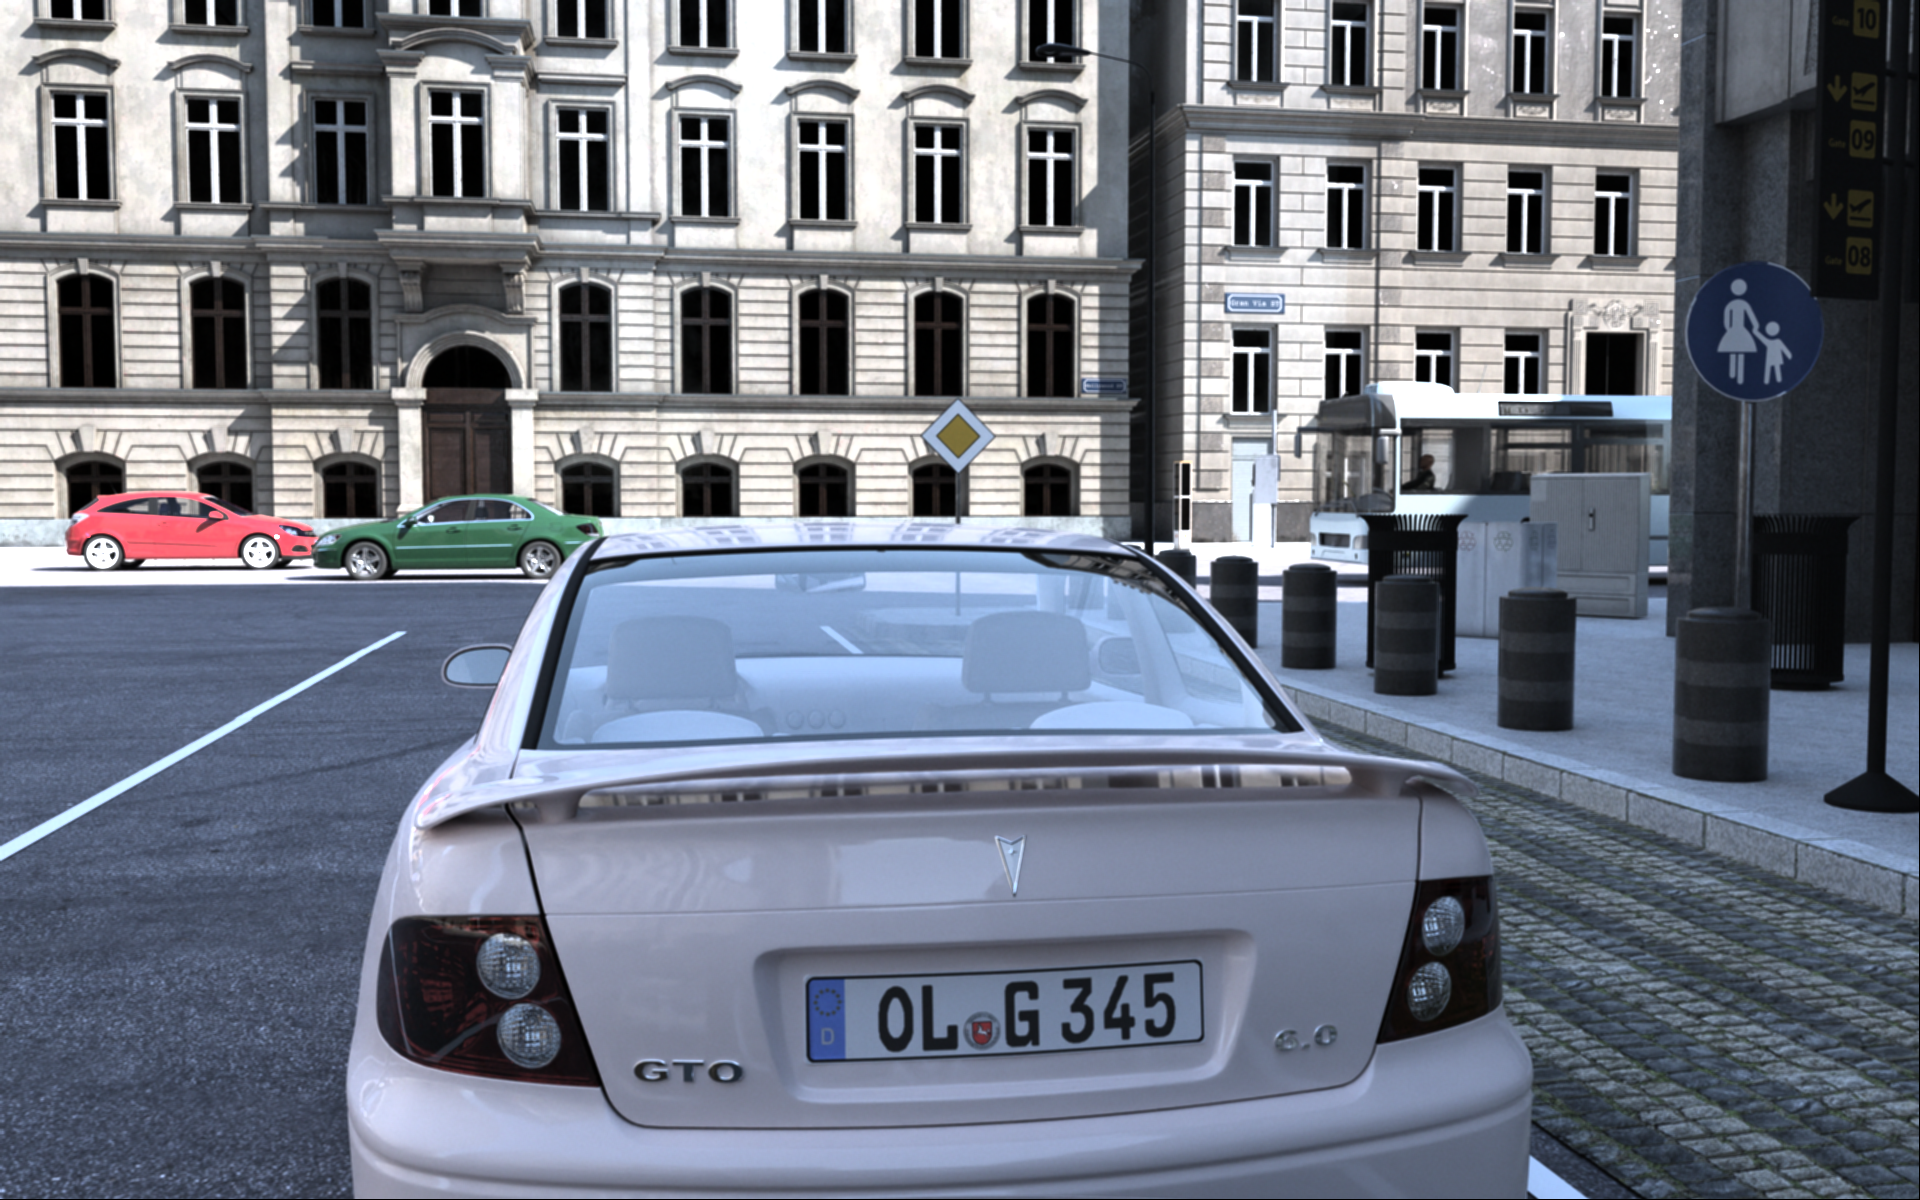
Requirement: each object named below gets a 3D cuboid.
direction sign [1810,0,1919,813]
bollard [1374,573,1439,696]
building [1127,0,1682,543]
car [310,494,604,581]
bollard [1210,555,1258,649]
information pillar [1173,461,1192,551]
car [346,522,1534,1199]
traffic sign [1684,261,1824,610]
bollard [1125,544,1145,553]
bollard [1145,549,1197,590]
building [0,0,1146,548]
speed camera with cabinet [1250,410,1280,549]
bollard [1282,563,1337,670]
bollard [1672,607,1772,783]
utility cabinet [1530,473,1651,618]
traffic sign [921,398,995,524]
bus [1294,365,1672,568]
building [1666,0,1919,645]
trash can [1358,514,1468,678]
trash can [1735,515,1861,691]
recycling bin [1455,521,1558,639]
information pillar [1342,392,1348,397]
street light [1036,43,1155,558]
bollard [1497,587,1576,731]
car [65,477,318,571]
[{"bbox_3d":[3.774,-0.920,7.037,0.876,3.537,0.379,-2,4,-23],"label":"direction sign"},{"bbox_3d":[2.878,0.217,11.166,0.404,0.777,0.398,0,3,0],"label":"bollard"},{"bbox_3d":[16.689,-15.564,51.743,25.104,27.353,12.463,-1,4,-10],"label":"building"},{"bbox_3d":[-8.512,-1.089,29.610,4.920,1.459,2.131,-1,4,-9],"label":"car"},{"bbox_3d":[2.291,0.014,14.485,0.404,0.777,0.398,0,3,0],"label":"bollard"},{"bbox_3d":[5.034,-2.122,39.193,0.304,2.012,0.304,-1,4,-22],"label":"information pillar"},{"bbox_3d":[-0.321,0.483,4.460,2.083,1.381,4.827,-1,4,-9],"label":"car"},{"bbox_3d":[4.349,-0.580,9.581,0.768,2.556,0.104,0,4,-1],"label":"traffic sign"},{"bbox_3d":[1.709,-0.186,17.760,0.404,0.777,0.398,0,3,0],"label":"bollard"},{"bbox_3d":[1.999,-0.086,16.123,0.404,0.777,0.398,0,3,0],"label":"bollard"},{"bbox_3d":[-13.034,-13.959,47.319,34.723,24.649,14.460,-1,4,-10],"label":"building"},{"bbox_3d":[7.293,-2.888,41.551,0.660,3.252,2.038,0,4,7],"label":"speed camera with cabinet"},{"bbox_3d":[2.587,0.115,12.830,0.404,0.777,0.398,0,3,0],"label":"bollard"},{"bbox_3d":[3.461,0.419,7.869,0.404,0.777,0.398,0,3,0],"label":"bollard"},{"bbox_3d":[6.581,-0.580,18.159,1.173,1.500,0.318,3,5,44],"label":"utility cabinet"},{"bbox_3d":[-0.024,-0.891,18.205,0.795,2.450,0.064,-1,4,-10],"label":"traffic sign"},{"bbox_3d":[11.618,-2.046,28.312,13.247,3.499,2.948,-1,4,-9],"label":"bus"},{"bbox_3d":[14.017,-11.506,6.152,12.078,24.808,19.932,-1,4,-10],"label":"building"},{"bbox_3d":[3.179,-0.033,12.188,0.748,1.137,0.748,0,3,0],"label":"trash can"},{"bbox_3d":[5.529,0.011,11.475,0.748,1.137,0.748,0,3,0],"label":"trash can"},{"bbox_3d":[4.899,-0.187,15.610,0.722,1.027,0.722,3,5,42],"label":"recycling bin"},{"bbox_3d":[8.803,-2.985,40.166,0.183,3.616,0.504,-2,4,-27],"label":"information pillar"},{"bbox_3d":[1.469,-2.788,18.120,1.470,5.913,1.316,-1,4,-10],"label":"street light"},{"bbox_3d":[3.172,0.317,9.529,0.404,0.777,0.398,0,3,0],"label":"bollard"},{"bbox_3d":[-14.592,-1.472,33.108,4.494,1.783,2.155,-1,4,-10],"label":"car"}]
